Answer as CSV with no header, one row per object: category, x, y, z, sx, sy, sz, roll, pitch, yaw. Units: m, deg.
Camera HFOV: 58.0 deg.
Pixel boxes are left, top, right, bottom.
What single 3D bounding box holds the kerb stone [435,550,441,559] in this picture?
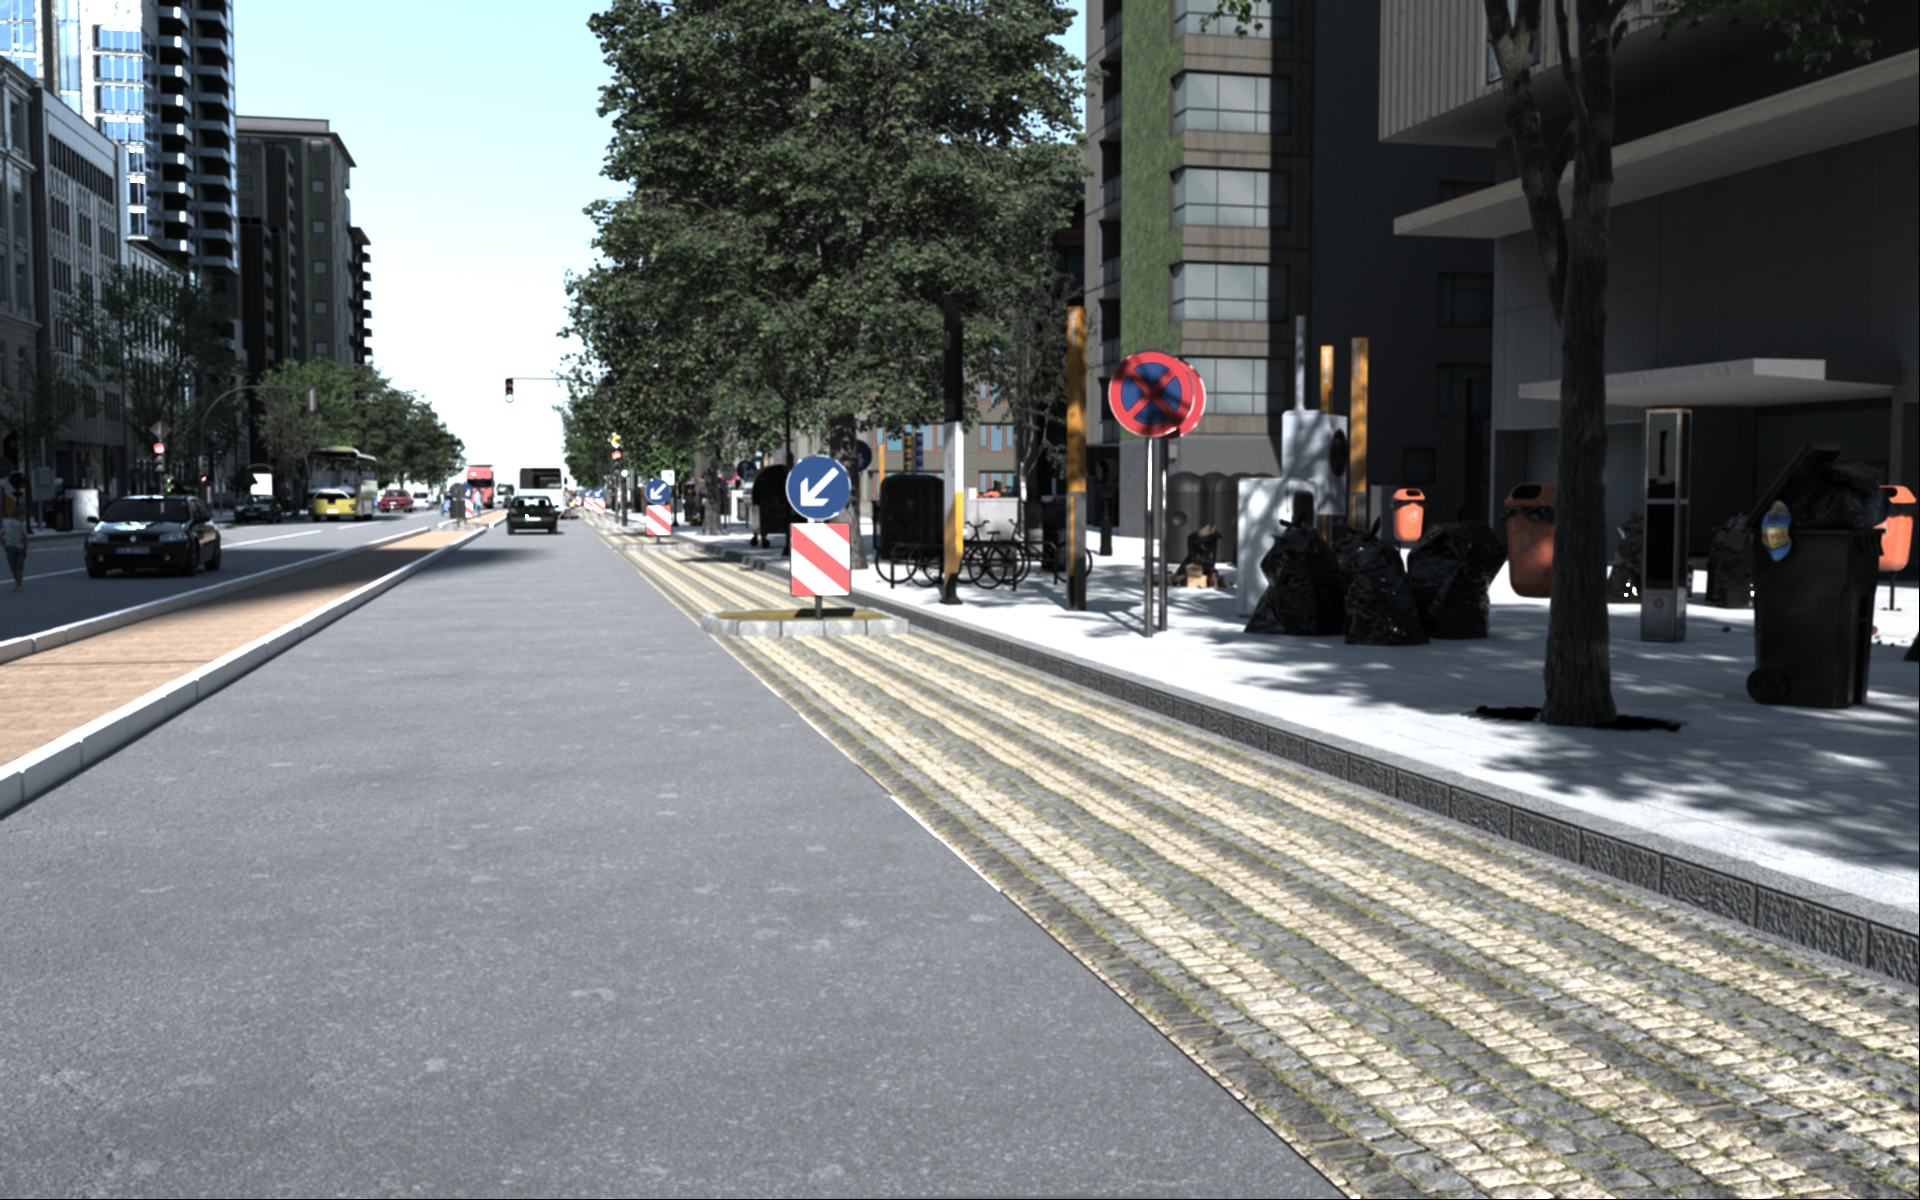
kerb stone,-11.387,-0.935,37.483,0.120,0.150,1.000,-1,4,-13

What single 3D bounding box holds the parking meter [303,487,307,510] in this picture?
parking meter,-54.172,-8.410,143.219,0.255,1.863,0.399,-2,4,-30

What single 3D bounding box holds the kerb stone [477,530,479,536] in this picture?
kerb stone,-16.102,-2.154,57.415,0.120,0.150,1.000,-1,4,-13

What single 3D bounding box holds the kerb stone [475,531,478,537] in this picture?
kerb stone,-15.866,-2.093,56.420,0.120,0.150,1.000,-1,4,-13

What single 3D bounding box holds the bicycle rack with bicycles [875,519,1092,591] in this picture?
bicycle rack with bicycles,0.119,-0.660,24.168,2.925,0.926,2.852,1,4,22

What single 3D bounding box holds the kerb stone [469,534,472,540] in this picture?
kerb stone,-14.927,-1.847,52.438,0.120,0.150,1.000,-1,4,-13

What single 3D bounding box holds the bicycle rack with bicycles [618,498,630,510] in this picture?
bicycle rack with bicycles,-27.311,-7.865,141.980,2.852,0.926,2.925,-2,4,-26

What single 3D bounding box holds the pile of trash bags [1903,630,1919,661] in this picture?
pile of trash bags,8.415,-0.146,12.139,1.912,1.369,3.447,-1,4,-10

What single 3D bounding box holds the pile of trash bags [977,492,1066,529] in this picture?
pile of trash bags,2.450,-3.321,64.050,3.447,1.369,1.912,2,4,30

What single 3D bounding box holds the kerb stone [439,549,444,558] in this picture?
kerb stone,-11.623,-0.996,38.477,0.120,0.150,1.000,-1,4,-13

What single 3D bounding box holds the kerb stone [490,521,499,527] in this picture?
kerb stone,-20.953,-3.402,77.917,0.120,0.150,1.000,-1,4,-13

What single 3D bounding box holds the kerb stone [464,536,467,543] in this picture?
kerb stone,-14.219,-1.666,49.439,0.120,0.150,1.000,-1,4,-13

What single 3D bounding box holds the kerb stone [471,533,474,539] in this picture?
kerb stone,-15.171,-1.910,53.431,0.120,0.150,1.000,-1,4,-13

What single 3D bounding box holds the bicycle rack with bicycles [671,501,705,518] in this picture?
bicycle rack with bicycles,-13.945,-4.703,90.275,2.925,0.926,2.852,-2,4,-26

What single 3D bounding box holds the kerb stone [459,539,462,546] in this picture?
kerb stone,-13.513,-1.484,46.454,0.120,0.150,1.000,-1,4,-13

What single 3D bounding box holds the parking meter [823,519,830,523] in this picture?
parking meter,-3.394,-2.433,45.490,0.255,1.863,0.399,3,5,41

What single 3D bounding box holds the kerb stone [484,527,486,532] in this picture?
kerb stone,-17.518,-2.520,63.398,0.120,0.150,1.000,-1,4,-13

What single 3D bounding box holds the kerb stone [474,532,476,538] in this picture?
kerb stone,-15.646,-2.032,55.419,0.120,0.150,1.000,-1,4,-13

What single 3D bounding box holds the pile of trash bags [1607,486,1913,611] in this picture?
pile of trash bags,9.154,-0.624,19.948,1.912,1.369,3.447,-3,5,-44

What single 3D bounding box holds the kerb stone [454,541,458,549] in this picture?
kerb stone,-13.047,-1.362,44.459,0.120,0.150,1.000,-1,4,-13

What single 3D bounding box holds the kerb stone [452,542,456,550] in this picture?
kerb stone,-12.803,-1.301,43.467,0.120,0.150,1.000,-1,4,-13

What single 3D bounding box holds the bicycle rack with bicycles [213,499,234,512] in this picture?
bicycle rack with bicycles,-59.154,-7.630,138.140,2.852,0.926,2.925,1,4,15

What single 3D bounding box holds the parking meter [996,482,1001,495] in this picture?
parking meter,1.815,-4.623,81.297,0.255,1.863,0.399,0,3,0

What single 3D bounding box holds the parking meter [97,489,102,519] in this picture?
parking meter,-41.416,-4.569,83.108,0.372,1.533,0.369,0,3,0

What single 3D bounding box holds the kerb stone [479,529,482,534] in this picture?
kerb stone,-16.579,-2.276,59.407,0.120,0.150,1.000,-1,4,-13

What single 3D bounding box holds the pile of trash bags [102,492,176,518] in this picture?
pile of trash bags,-40.456,-4.632,85.482,3.447,1.369,1.912,-2,4,-29

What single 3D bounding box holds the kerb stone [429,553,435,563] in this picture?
kerb stone,-10.914,-0.809,35.493,0.120,0.150,1.000,-1,4,-13

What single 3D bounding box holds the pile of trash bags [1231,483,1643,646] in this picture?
pile of trash bags,4.064,-0.334,15.210,1.912,1.369,3.447,-2,4,-26

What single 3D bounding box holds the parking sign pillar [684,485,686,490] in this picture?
parking sign pillar,-20.465,-8.505,127.533,1.447,3.967,1.447,0,4,-1

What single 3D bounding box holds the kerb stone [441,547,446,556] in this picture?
kerb stone,-11.858,-1.053,39.481,0.120,0.150,1.000,-1,4,-13

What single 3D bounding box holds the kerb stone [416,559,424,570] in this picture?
kerb stone,-10.211,-0.630,32.496,0.120,0.150,1.000,-1,4,-13

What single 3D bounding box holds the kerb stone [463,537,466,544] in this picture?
kerb stone,-13.981,-1.603,48.444,0.120,0.150,1.000,-1,4,-13

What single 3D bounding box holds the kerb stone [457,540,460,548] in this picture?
kerb stone,-13.279,-1.423,45.456,0.120,0.150,1.000,-1,4,-13

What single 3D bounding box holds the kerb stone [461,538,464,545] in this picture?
kerb stone,-13.753,-1.543,47.448,0.120,0.150,1.000,-1,4,-13

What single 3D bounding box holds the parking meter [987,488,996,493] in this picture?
parking meter,1.309,-3.903,72.221,0.372,1.533,0.369,0,3,0

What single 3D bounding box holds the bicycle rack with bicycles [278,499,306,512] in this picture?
bicycle rack with bicycles,-48.256,-6.748,123.714,2.852,0.926,2.925,-2,4,-35

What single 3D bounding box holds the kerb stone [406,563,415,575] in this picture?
kerb stone,-9.739,-0.508,30.493,0.120,0.150,1.000,-1,4,-13

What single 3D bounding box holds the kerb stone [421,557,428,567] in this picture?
kerb stone,-10.444,-0.691,33.493,0.120,0.150,1.000,-1,4,-13

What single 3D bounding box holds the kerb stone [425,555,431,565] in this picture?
kerb stone,-10.679,-0.746,34.489,0.120,0.150,1.000,-1,4,-13

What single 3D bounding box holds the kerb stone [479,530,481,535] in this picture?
kerb stone,-16.336,-2.215,58.412,0.120,0.150,1.000,-1,4,-13

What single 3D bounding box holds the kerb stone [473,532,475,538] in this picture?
kerb stone,-15.397,-1.971,54.428,0.120,0.150,1.000,-1,4,-13

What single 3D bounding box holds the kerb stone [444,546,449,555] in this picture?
kerb stone,-12.095,-1.112,40.481,0.120,0.150,1.000,-1,4,-13

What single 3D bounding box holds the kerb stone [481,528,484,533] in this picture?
kerb stone,-17.042,-2.398,61.406,0.120,0.150,1.000,-1,4,-13

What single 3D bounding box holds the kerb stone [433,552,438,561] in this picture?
kerb stone,-11.151,-0.874,36.487,0.120,0.150,1.000,-1,4,-13

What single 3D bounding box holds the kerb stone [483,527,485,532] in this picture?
kerb stone,-17.282,-2.454,62.402,0.120,0.150,1.000,-1,4,-13

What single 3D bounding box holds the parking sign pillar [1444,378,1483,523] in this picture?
parking sign pillar,11.887,-3.208,40.928,1.447,3.967,1.447,0,4,-5

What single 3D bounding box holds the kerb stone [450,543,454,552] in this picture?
kerb stone,-12.573,-1.240,42.470,0.120,0.150,1.000,-1,4,-13

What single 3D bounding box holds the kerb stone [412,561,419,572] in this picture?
kerb stone,-9.981,-0.567,31.488,0.120,0.150,1.000,-1,4,-13

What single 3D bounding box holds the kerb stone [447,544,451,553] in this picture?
kerb stone,-12.334,-1.179,41.476,0.120,0.150,1.000,-1,4,-13

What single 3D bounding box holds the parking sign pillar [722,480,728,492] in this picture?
parking sign pillar,-20.165,-9.821,149.046,1.447,3.967,1.447,-1,4,-18

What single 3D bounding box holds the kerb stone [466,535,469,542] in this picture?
kerb stone,-14.456,-1.728,50.441,0.120,0.150,1.000,-1,4,-13

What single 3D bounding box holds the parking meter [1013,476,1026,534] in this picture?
parking meter,1.923,-3.072,55.944,0.255,1.863,0.399,3,4,37

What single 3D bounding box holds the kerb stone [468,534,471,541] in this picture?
kerb stone,-14.689,-1.789,51.442,0.120,0.150,1.000,-1,4,-13
